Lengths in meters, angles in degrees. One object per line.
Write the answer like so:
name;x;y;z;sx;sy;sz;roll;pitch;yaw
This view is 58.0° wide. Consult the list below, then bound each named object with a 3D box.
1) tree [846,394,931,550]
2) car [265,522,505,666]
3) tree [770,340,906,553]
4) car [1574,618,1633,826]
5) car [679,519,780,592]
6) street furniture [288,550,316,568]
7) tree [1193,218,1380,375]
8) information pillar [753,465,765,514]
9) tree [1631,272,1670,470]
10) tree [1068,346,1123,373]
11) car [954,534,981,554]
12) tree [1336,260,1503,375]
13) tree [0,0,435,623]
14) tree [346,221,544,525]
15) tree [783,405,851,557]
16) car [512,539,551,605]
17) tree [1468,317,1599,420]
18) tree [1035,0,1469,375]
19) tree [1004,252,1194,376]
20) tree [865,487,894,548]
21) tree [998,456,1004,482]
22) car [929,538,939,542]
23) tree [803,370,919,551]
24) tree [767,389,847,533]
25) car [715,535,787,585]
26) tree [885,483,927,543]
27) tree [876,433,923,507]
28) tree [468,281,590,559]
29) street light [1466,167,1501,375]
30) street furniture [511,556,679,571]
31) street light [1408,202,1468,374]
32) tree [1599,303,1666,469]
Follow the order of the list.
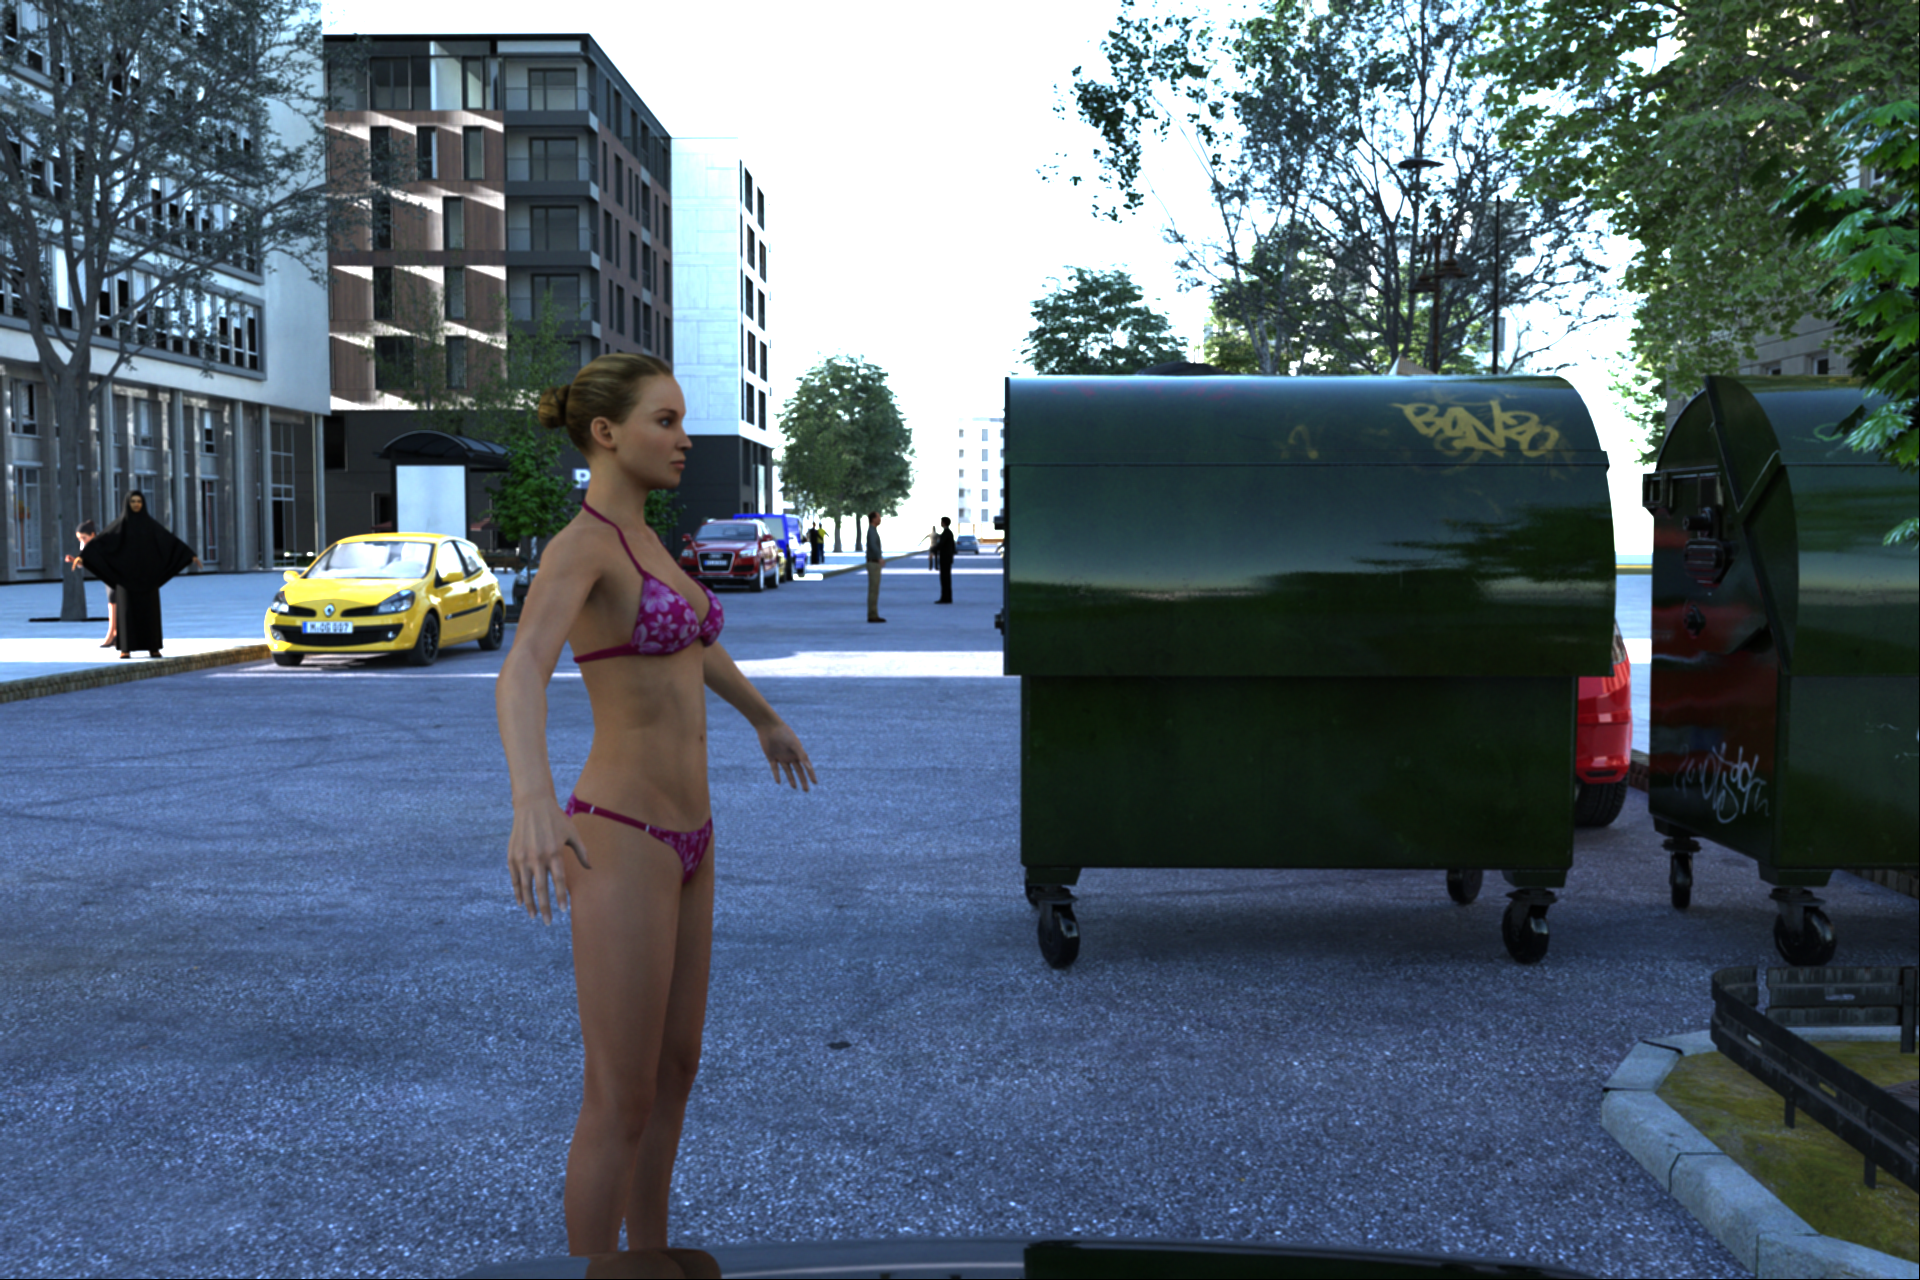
tree;-7.437;-14.135;141.482;12.009;13.543;11.850;0;3;0
car;-6.564;-0.598;20.009;2.015;1.641;3.980;0;4;1
tree;-8.098;-12.774;115.515;9.857;13.997;8.962;0;3;0
car;2.348;-0.058;9.992;2.155;1.783;4.494;0;4;1
car;-5.845;-2.179;44.294;2.281;1.827;5.304;0;4;1
street furniture;-29.071;-3.160;67.288;10.072;0.657;5.734;-1;4;-15
tree;11.669;-8.860;62.990;7.486;12.596;7.792;0;3;0
information pillar;-6.871;-4.158;59.294;0.184;3.620;1.656;0;4;1
tree;26.305;-8.610;58.898;7.486;12.596;7.792;0;3;0
tree;7.572;-10.439;96.434;9.928;11.665;9.643;0;3;0
car;0.457;-6.794;123.092;2.014;1.417;4.499;0;4;0
tree;18.907;-9.438;72.438;7.486;12.596;7.792;0;3;0
tree;-13.109;-7.026;25.253;12.009;13.543;11.850;0;3;0
tree;-12.943;-5.589;41.742;4.360;8.622;3.978;0;3;0
tree;-7.959;-9.063;98.548;4.737;8.622;4.395;0;3;0
car;-6.594;-1.265;30.464;2.009;1.686;4.222;0;4;1
tree;18.729;-6.625;58.686;4.360;8.622;3.978;0;3;0
tree;8.535;-11.836;49.401;12.611;20.169;13.585;0;3;0
tree;6.857;-10.512;78.532;9.857;13.997;8.962;0;3;0
tree;-7.095;-12.823;160.011;4.360;8.622;3.978;0;3;0
tree;8.553;-15.327;160.963;12.009;13.543;11.850;0;3;0
car;-1.411;-7.637;134.651;2.009;1.686;4.222;0;4;1
tree;-7.685;-13.640;129.674;9.857;13.997;8.962;0;3;0
tree;-8.245;-8.455;88.606;4.360;8.622;3.978;0;3;0
car;-6.011;-2.415;49.715;2.015;1.641;3.980;0;4;1
tree;-9.960;-20.544;246.261;12.009;13.543;11.850;0;3;0
tree;-7.400;-13.861;152.378;9.928;11.665;9.643;0;3;0
tree;-12.589;-6.155;50.994;4.737;8.622;4.395;0;3;0
street light;7.191;-2.996;21.533;1.470;5.913;1.316;0;4;1
street furniture;-12.859;-2.908;63.170;5.734;0.657;10.072;0;4;3
street light;6.732;-3.167;24.561;0.468;5.910;1.993;0;4;1
tree;29.003;-8.728;68.461;9.928;11.665;9.643;0;3;0
